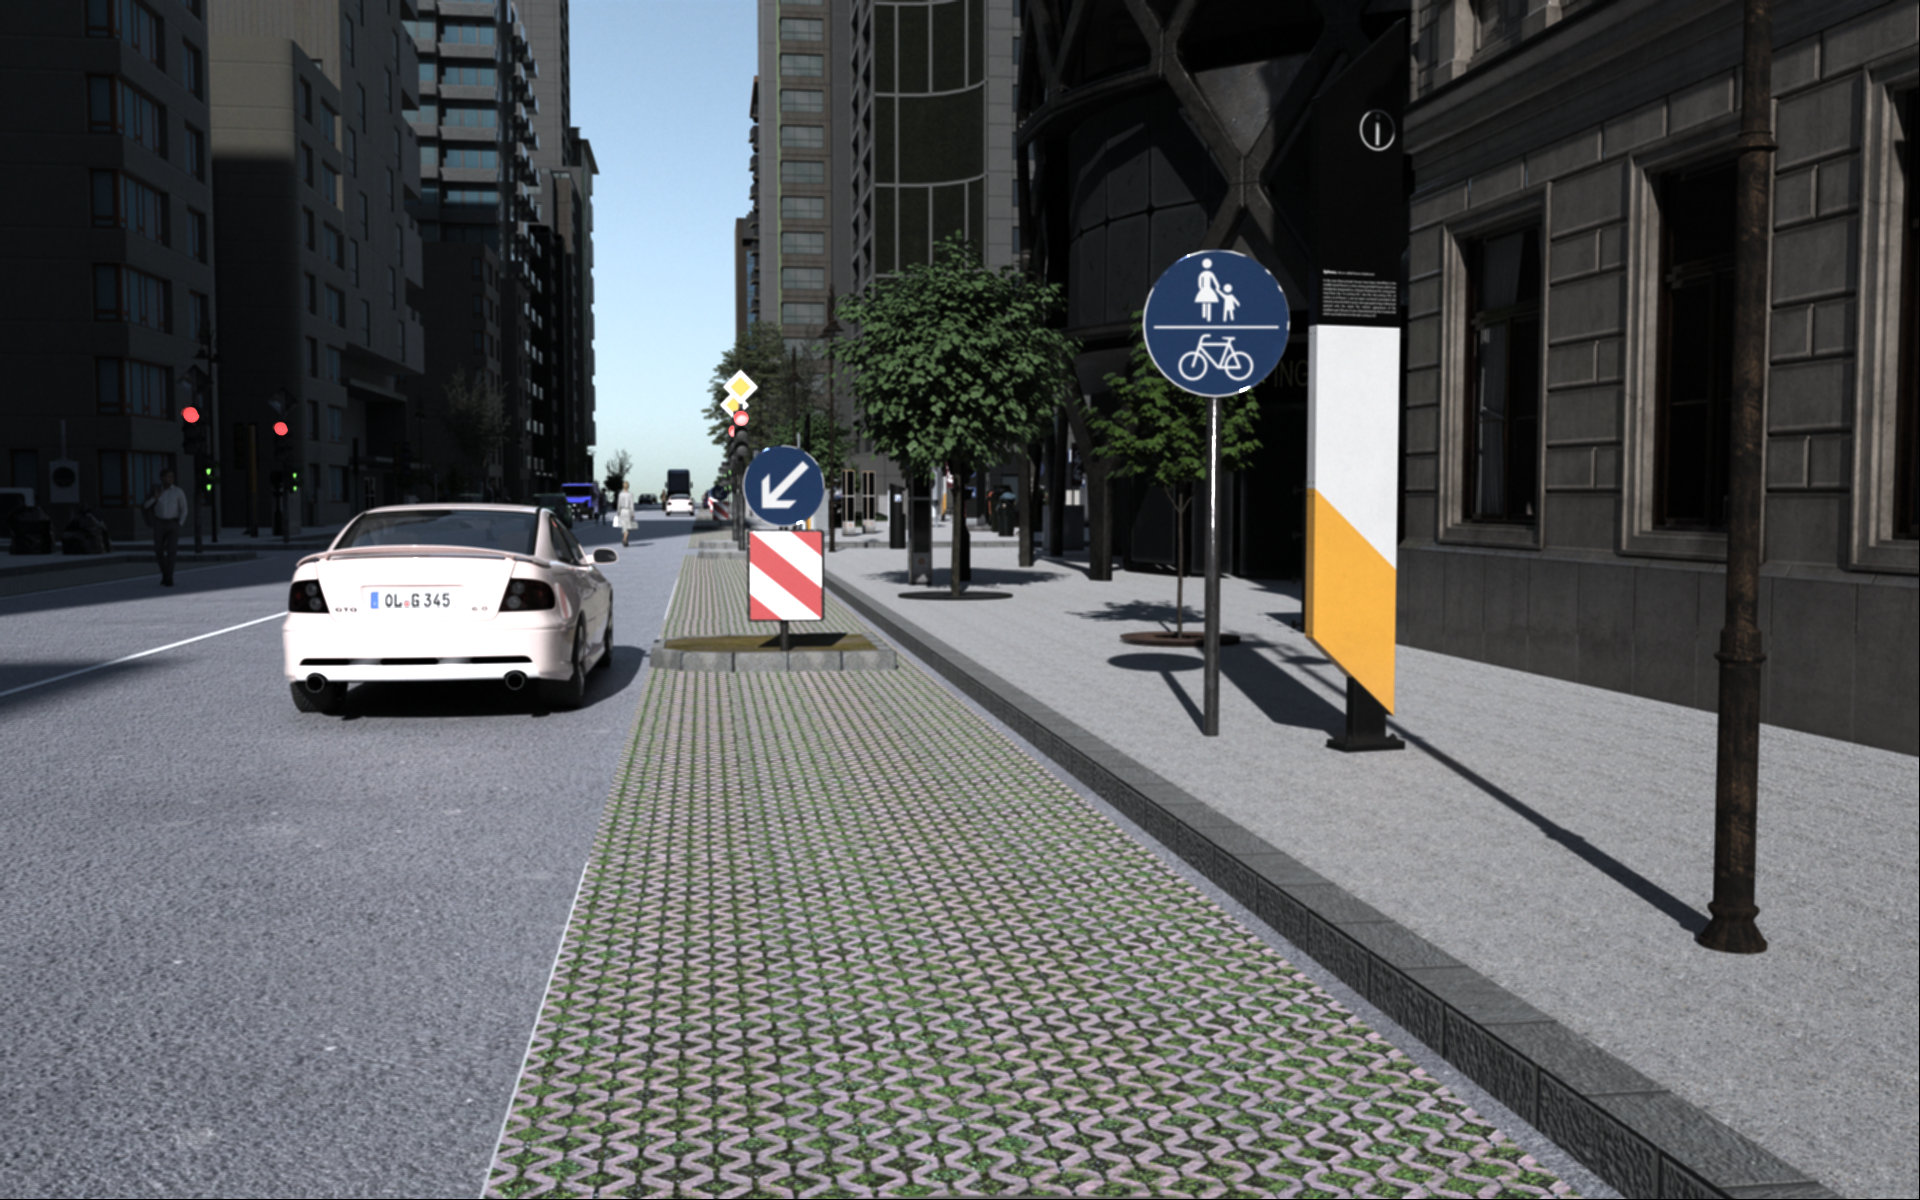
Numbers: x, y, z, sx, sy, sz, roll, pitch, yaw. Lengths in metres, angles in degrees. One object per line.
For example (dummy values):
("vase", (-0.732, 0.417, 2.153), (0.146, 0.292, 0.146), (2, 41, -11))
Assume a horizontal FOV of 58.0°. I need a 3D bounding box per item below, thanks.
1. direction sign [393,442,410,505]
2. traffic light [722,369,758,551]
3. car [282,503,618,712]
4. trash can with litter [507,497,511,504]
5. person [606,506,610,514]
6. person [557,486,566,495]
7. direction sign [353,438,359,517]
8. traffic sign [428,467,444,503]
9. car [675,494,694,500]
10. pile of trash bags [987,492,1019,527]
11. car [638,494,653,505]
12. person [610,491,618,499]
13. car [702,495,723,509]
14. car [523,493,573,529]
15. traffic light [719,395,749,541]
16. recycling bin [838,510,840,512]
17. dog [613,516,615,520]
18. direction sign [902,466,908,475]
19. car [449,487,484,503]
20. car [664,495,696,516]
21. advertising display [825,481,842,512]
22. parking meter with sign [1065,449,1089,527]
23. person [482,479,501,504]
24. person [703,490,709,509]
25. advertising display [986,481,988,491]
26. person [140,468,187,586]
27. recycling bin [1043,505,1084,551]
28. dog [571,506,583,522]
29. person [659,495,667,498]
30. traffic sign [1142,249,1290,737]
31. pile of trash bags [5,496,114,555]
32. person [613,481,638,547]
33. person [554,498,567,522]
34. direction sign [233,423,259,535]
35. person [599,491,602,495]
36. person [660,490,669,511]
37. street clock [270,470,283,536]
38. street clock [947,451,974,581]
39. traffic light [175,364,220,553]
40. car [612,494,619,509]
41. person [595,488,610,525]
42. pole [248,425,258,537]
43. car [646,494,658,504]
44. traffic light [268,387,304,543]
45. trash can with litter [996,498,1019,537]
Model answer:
("direction sign", (-24.378, -5.118, 75.673), (0.876, 3.537, 0.379), (1, 4, 20))
("traffic light", (-4.968, -3.074, 39.173), (0.839, 4.253, 0.868), (-1, 4, -8))
("car", (-3.628, -0.030, 12.845), (2.083, 1.381, 4.827), (0, 4, -7))
("trash can with litter", (-31.032, -6.610, 119.462), (1.055, 1.170, 0.624), (0, 4, 8))
("person", (-24.330, -6.340, 117.656), (1.012, 1.151, 0.738), (0, 4, 1))
("person", (-17.981, -4.236, 77.856), (0.616, 1.811, 0.778), (-2, 4, -24))
("direction sign", (-24.384, -4.768, 69.949), (0.379, 3.537, 0.876), (-2, 4, -31))
("traffic sign", (-24.926, -5.033, 82.397), (0.768, 2.556, 0.104), (0, 4, -7))
("car", (-24.515, -8.605, 152.487), (2.131, 1.459, 4.920), (0, 4, -7))
("pile of trash bags", (1.888, -3.480, 66.648), (1.912, 1.369, 3.447), (2, 4, 23))
("car", (-43.428, -14.021, 239.035), (2.009, 1.686, 4.222), (0, 4, -7))
("person", (-36.928, -10.835, 185.784), (0.705, 1.807, 1.348), (3, 5, 42))
("car", (-22.501, -8.860, 157.439), (1.945, 1.354, 3.894), (0, 4, -8))
("car", (-16.955, -3.830, 71.417), (1.959, 1.807, 4.718), (-1, 4, -10))
("traffic light", (-6.136, -3.557, 47.072), (0.839, 4.253, 0.868), (-1, 4, -8))
("recycling bin", (-7.228, -5.164, 96.992), (0.722, 1.027, 0.722), (-3, 4, -39))
("dog", (-16.222, -3.793, 82.205), (0.748, 0.427, 0.550), (-2, 4, -34))
("direction sign", (-2.684, -5.699, 85.183), (0.379, 3.537, 0.876), (1, 4, 21))
("car", (-22.600, -4.375, 80.329), (1.959, 1.807, 4.718), (0, 4, -8))
("car", (-18.560, -6.265, 114.787), (2.083, 1.381, 4.827), (-1, 4, -9))
("advertising display", (-6.139, -4.827, 84.136), (0.974, 1.923, 0.123), (1, 4, 14))
("parking meter with sign", (5.012, -4.315, 66.812), (1.738, 3.016, 0.543), (-2, 4, -35))
("person", (-14.508, -2.804, 53.715), (0.474, 1.900, 0.648), (0, 4, 1))
("person", (-24.366, -9.683, 166.827), (0.705, 1.822, 1.348), (3, 4, 37))
("advertising display", (1.232, -4.769, 83.184), (0.123, 1.923, 0.974), (0, 4, 8))
("person", (-12.488, -1.136, 27.182), (0.679, 1.850, 0.850), (-1, 4, -17))
("recycling bin", (2.366, -1.658, 39.655), (0.722, 1.027, 0.722), (-2, 4, -30))
("dog", (-19.832, -4.481, 90.098), (0.513, 0.831, 0.800), (-3, 5, -43))
("person", (-41.438, -14.285, 242.189), (1.348, 1.807, 0.705), (2, 4, 26))
("traffic sign", (1.335, -0.551, 9.123), (0.768, 2.556, 0.104), (0, 4, 0))
("pile of trash bags", (-20.034, -1.681, 37.230), (3.447, 1.369, 1.912), (0, 4, -4))
("person", (-9.127, -2.341, 47.126), (0.694, 1.780, 0.624), (2, 4, 30))
("person", (-14.044, -2.943, 60.893), (0.640, 1.303, 0.475), (3, 5, 41))
("direction sign", (-22.631, -3.852, 54.975), (0.876, 3.537, 0.379), (1, 4, 14))
("person", (-38.592, -10.853, 186.043), (1.348, 1.812, 0.705), (0, 4, 6))
("person", (-25.295, -8.535, 148.135), (0.705, 1.812, 1.348), (1, 4, 23))
("street clock", (-20.837, -2.957, 52.921), (0.358, 2.002, 0.471), (1, 4, 13))
("street clock", (0.033, -1.282, 25.531), (0.358, 2.002, 0.471), (-2, 4, -34))
("traffic light", (-16.501, -2.969, 37.457), (0.839, 4.253, 0.868), (-1, 4, -8))
("car", (-31.921, -9.428, 163.929), (2.009, 1.686, 4.222), (0, 4, -7))
("person", (-16.488, -4.313, 79.850), (0.643, 1.720, 0.563), (2, 4, 30))
("pole", (-20.894, -3.507, 51.185), (0.158, 3.312, 0.155), (0, 3, 0))
("car", (-47.070, -15.532, 264.174), (2.015, 1.641, 3.980), (0, 4, -7))
("traffic light", (-17.670, -3.452, 45.357), (0.839, 4.253, 0.868), (-1, 4, -8))
("trash can with litter", (1.630, -2.512, 52.459), (1.055, 1.170, 0.624), (0, 4, -4))
